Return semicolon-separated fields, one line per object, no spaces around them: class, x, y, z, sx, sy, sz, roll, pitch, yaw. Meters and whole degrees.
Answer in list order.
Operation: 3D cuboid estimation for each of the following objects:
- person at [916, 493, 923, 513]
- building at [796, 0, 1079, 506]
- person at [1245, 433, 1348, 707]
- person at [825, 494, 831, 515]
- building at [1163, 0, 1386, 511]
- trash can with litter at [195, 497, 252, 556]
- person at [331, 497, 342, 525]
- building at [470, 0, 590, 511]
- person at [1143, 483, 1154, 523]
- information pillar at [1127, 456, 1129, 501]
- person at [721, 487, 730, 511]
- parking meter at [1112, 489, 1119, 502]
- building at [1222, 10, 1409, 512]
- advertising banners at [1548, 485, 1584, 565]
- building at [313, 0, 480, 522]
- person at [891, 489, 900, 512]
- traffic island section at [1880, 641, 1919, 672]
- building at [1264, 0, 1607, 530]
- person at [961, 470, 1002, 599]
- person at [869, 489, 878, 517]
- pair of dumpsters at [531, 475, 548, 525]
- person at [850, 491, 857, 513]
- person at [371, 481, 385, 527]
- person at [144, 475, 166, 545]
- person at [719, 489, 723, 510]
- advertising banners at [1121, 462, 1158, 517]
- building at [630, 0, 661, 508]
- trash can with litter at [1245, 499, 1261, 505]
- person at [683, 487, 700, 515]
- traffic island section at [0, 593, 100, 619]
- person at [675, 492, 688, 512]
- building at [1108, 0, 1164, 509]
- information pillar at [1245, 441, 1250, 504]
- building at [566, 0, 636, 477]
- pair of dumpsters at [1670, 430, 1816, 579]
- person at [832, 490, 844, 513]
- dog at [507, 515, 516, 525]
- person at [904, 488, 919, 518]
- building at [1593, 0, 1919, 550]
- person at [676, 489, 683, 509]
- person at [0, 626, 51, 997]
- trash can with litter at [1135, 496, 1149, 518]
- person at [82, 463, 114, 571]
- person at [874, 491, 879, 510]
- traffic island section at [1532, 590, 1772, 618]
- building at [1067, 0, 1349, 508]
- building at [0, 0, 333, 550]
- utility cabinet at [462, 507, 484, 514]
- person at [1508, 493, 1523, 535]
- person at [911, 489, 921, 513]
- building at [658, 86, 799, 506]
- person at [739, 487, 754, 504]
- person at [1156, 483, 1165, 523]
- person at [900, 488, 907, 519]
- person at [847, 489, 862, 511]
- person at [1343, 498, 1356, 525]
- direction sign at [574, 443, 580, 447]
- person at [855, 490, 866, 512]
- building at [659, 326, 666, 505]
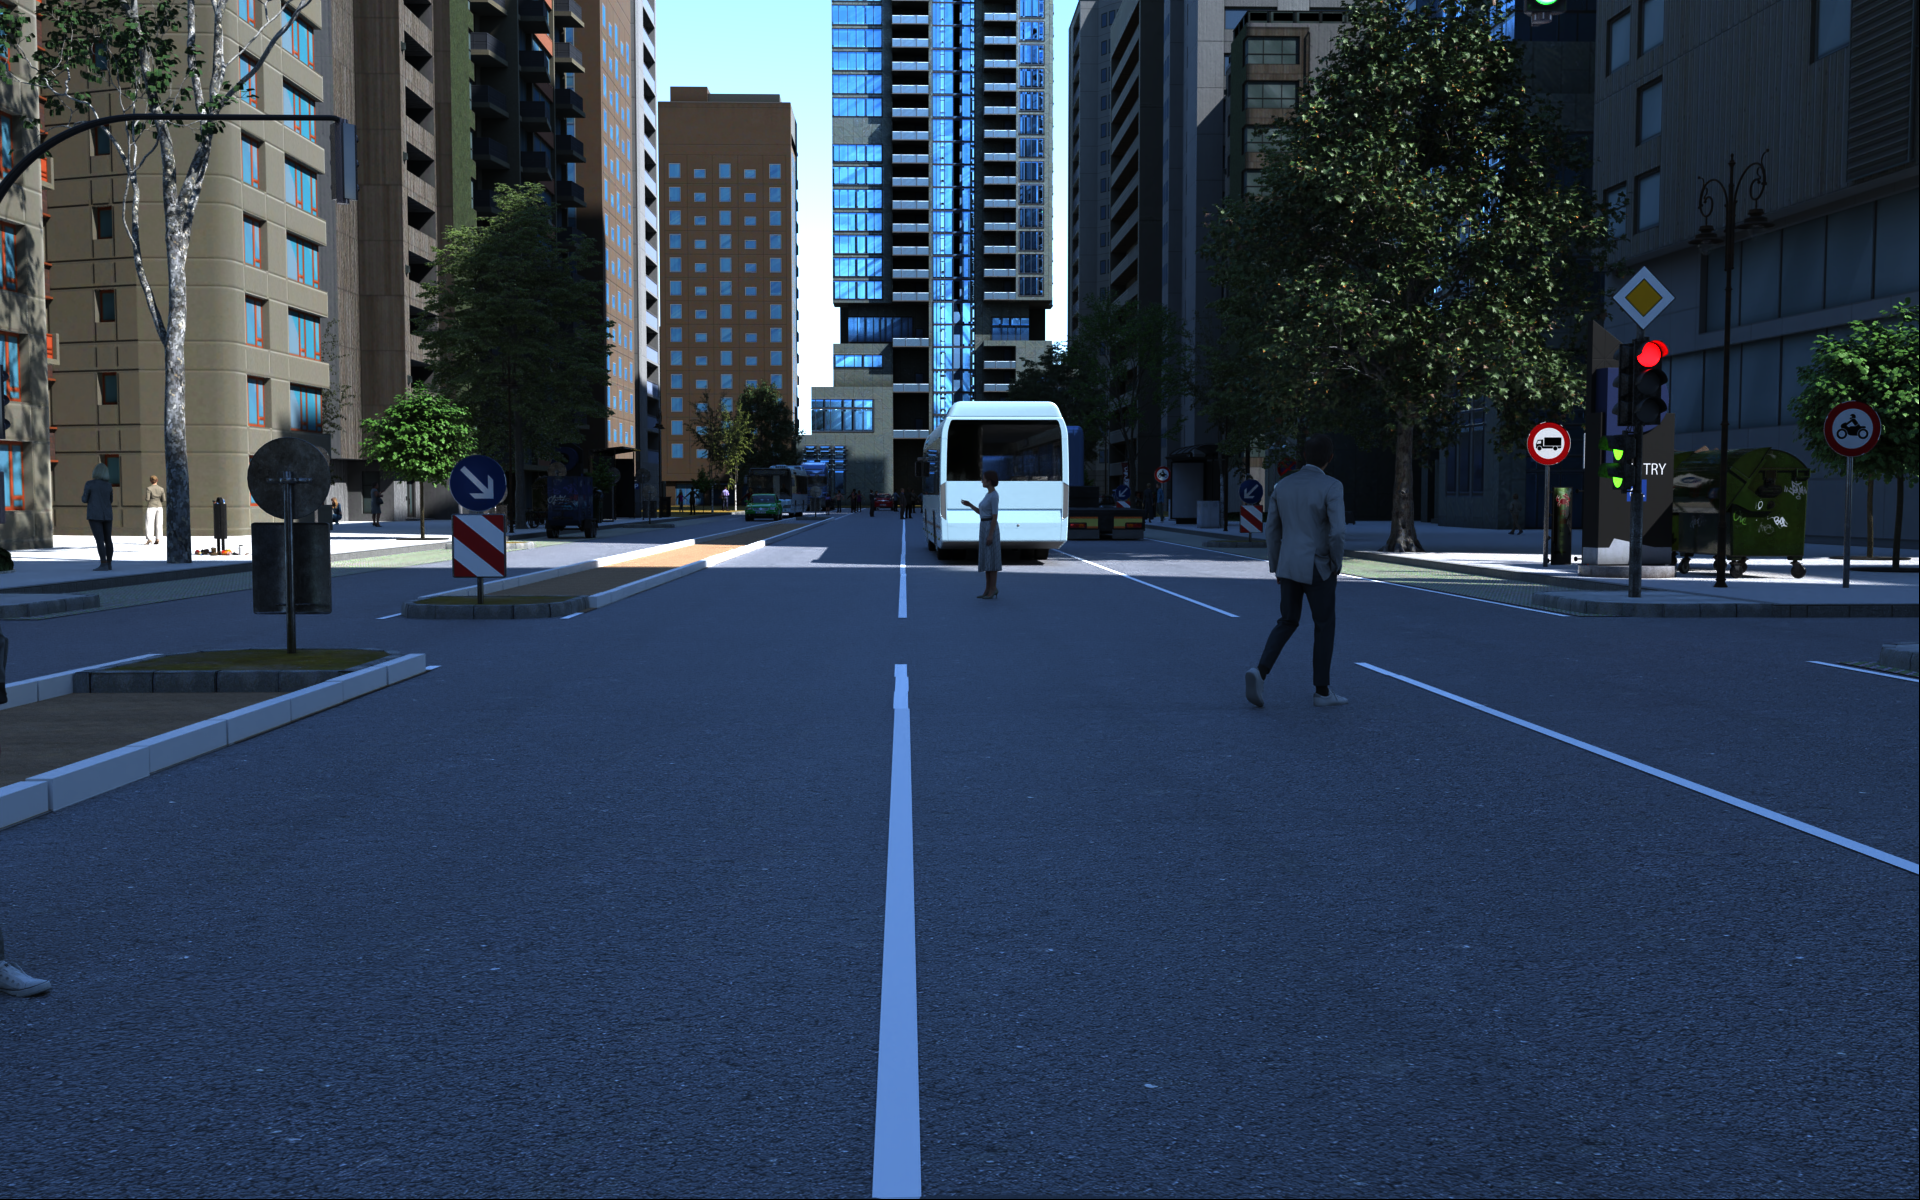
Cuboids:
person;-2.812;-7.576;132.361;1.348;1.826;0.705;1;4;16
building;-2.667;-54.110;197.370;31.000;86.520;22.319;0;4;-2
person;2.296;-0.201;11.641;0.795;1.843;0.661;-3;5;-39
person;-9.048;-6.536;118.603;0.421;1.427;0.697;0;4;-3
building;25.647;-35.853;128.191;21.231;58.520;28.212;0;4;-2
trash can with litter;-15.684;-1.575;36.816;1.678;1.210;2.233;-2;4;-33
person;-26.193;-3.735;72.602;1.012;1.151;0.738;2;4;28
building;-36.196;-27.849;109.958;22.147;44.769;28.867;0;4;-2
person;8.448;-4.349;77.564;0.576;1.772;0.534;2;4;28
information pillar;9.083;-6.241;93.396;0.183;3.616;0.504;0;4;5
person;-17.755;-7.685;131.562;0.709;1.838;0.599;1;4;15
parking meter;8.223;-5.088;91.599;0.372;1.533;0.369;0;3;0
building;23.333;-20.559;107.842;14.160;30.474;14.107;0;4;-2
advertising banners;11.559;-2.168;31.639;2.074;3.025;0.090;-2;4;-25
building;-32.023;-19.061;83.355;14.160;30.474;14.107;0;4;-2
person;-5.251;-8.170;142.071;0.705;1.826;1.348;-3;5;-44
traffic island section;8.671;0.533;13.566;2.009;0.180;2.903;0;4;-2
building;28.058;-46.662;75.600;22.319;86.520;31.000;0;4;-2
person;0.314;-0.898;23.752;0.524;1.755;0.480;-1;4;-17
person;-5.444;-6.140;109.687;0.742;1.727;0.445;2;4;30
pair of dumpsters;-17.365;-4.397;74.385;1.574;2.255;4.437;0;4;-2
person;-8.131;-7.501;132.603;0.593;1.643;0.415;1;4;19
person;-22.785;-3.760;67.875;0.532;1.782;0.716;-2;4;-32
person;-20.474;-2.288;43.998;0.362;1.759;0.519;3;5;41
person;-19.036;-8.053;138.414;0.721;1.736;1.217;-2;4;-25
advertising banners;9.870;-6.066;95.366;2.074;3.025;0.090;1;4;21
building;-41.099;-37.267;151.307;28.212;58.520;21.231;0;4;-2
trash can with litter;10.463;-3.131;62.586;0.624;1.170;1.055;-1;4;-15
person;-16.604;-6.142;107.182;1.217;1.735;0.721;-3;5;-43
traffic island section;-11.816;0.084;20.904;2.009;0.180;2.903;0;4;-2
person;-19.670;-6.917;122.365;0.991;1.433;0.599;-2;4;-33
building;25.122;-32.429;153.918;21.300;48.544;21.600;0;4;-2
information pillar;11.437;-4.741;68.873;0.183;3.616;0.504;1;4;21
building;-32.965;-29.469;131.922;14.600;45.320;14.200;0;4;-2
pair of dumpsters;12.134;-1.576;28.262;1.574;2.255;4.437;0;4;-2
person;-9.367;-7.596;133.411;1.217;1.736;0.721;2;4;35
dog;-18.785;-3.367;72.787;0.748;0.427;0.550;-1;4;-9
person;-3.032;-5.729;102.301;1.348;1.807;0.705;2;4;30
building;34.249;-27.774;43.342;27.495;52.752;28.713;0;4;-2
person;-23.852;-8.598;147.358;0.721;1.736;1.217;1;4;13
person;-2.914;0.379;4.906;0.523;1.515;0.503;2;4;33
trash can with litter;9.703;-4.924;91.892;1.055;1.170;0.624;2;4;24
person;-14.476;-1.396;29.045;0.526;1.800;0.537;3;4;38
person;-7.507;-9.043;157.067;1.217;1.743;0.721;2;4;31
traffic island section;8.415;0.045;21.547;2.009;0.180;2.903;0;4;-2
building;27.194;-40.148;198.426;28.212;58.520;21.231;0;4;-2
building;-35.692;-12.302;46.169;27.650;21.520;28.899;0;4;-2
utility cabinet;-15.846;-2.948;56.876;0.318;1.500;1.173;2;4;24
person;17.533;-2.714;54.685;0.475;1.303;0.640;-2;4;-35
person;-3.536;-7.433;130.046;1.348;1.823;0.705;-2;4;-29
building;-25.522;-33.265;193.992;14.200;45.320;14.600;0;4;-2
person;-12.065;-5.587;99.803;1.348;1.831;0.705;0;4;-8
person;8.896;-4.300;76.691;0.444;1.785;0.601;0;4;4
person;-3.240;-5.513;99.190;0.434;1.755;0.990;1;4;9
person;-8.885;-8.415;145.714;1.348;1.869;0.705;-1;4;-11
person;16.051;-4.040;72.315;1.509;1.804;0.699;-3;5;-43
direction sign;-17.225;-5.254;77.897;0.379;3.537;0.876;0;4;3
person;-8.056;-7.882;138.045;1.217;1.739;0.721;0;4;4
building;-48.699;-21.725;200.244;28.899;21.520;27.650;0;4;-2
